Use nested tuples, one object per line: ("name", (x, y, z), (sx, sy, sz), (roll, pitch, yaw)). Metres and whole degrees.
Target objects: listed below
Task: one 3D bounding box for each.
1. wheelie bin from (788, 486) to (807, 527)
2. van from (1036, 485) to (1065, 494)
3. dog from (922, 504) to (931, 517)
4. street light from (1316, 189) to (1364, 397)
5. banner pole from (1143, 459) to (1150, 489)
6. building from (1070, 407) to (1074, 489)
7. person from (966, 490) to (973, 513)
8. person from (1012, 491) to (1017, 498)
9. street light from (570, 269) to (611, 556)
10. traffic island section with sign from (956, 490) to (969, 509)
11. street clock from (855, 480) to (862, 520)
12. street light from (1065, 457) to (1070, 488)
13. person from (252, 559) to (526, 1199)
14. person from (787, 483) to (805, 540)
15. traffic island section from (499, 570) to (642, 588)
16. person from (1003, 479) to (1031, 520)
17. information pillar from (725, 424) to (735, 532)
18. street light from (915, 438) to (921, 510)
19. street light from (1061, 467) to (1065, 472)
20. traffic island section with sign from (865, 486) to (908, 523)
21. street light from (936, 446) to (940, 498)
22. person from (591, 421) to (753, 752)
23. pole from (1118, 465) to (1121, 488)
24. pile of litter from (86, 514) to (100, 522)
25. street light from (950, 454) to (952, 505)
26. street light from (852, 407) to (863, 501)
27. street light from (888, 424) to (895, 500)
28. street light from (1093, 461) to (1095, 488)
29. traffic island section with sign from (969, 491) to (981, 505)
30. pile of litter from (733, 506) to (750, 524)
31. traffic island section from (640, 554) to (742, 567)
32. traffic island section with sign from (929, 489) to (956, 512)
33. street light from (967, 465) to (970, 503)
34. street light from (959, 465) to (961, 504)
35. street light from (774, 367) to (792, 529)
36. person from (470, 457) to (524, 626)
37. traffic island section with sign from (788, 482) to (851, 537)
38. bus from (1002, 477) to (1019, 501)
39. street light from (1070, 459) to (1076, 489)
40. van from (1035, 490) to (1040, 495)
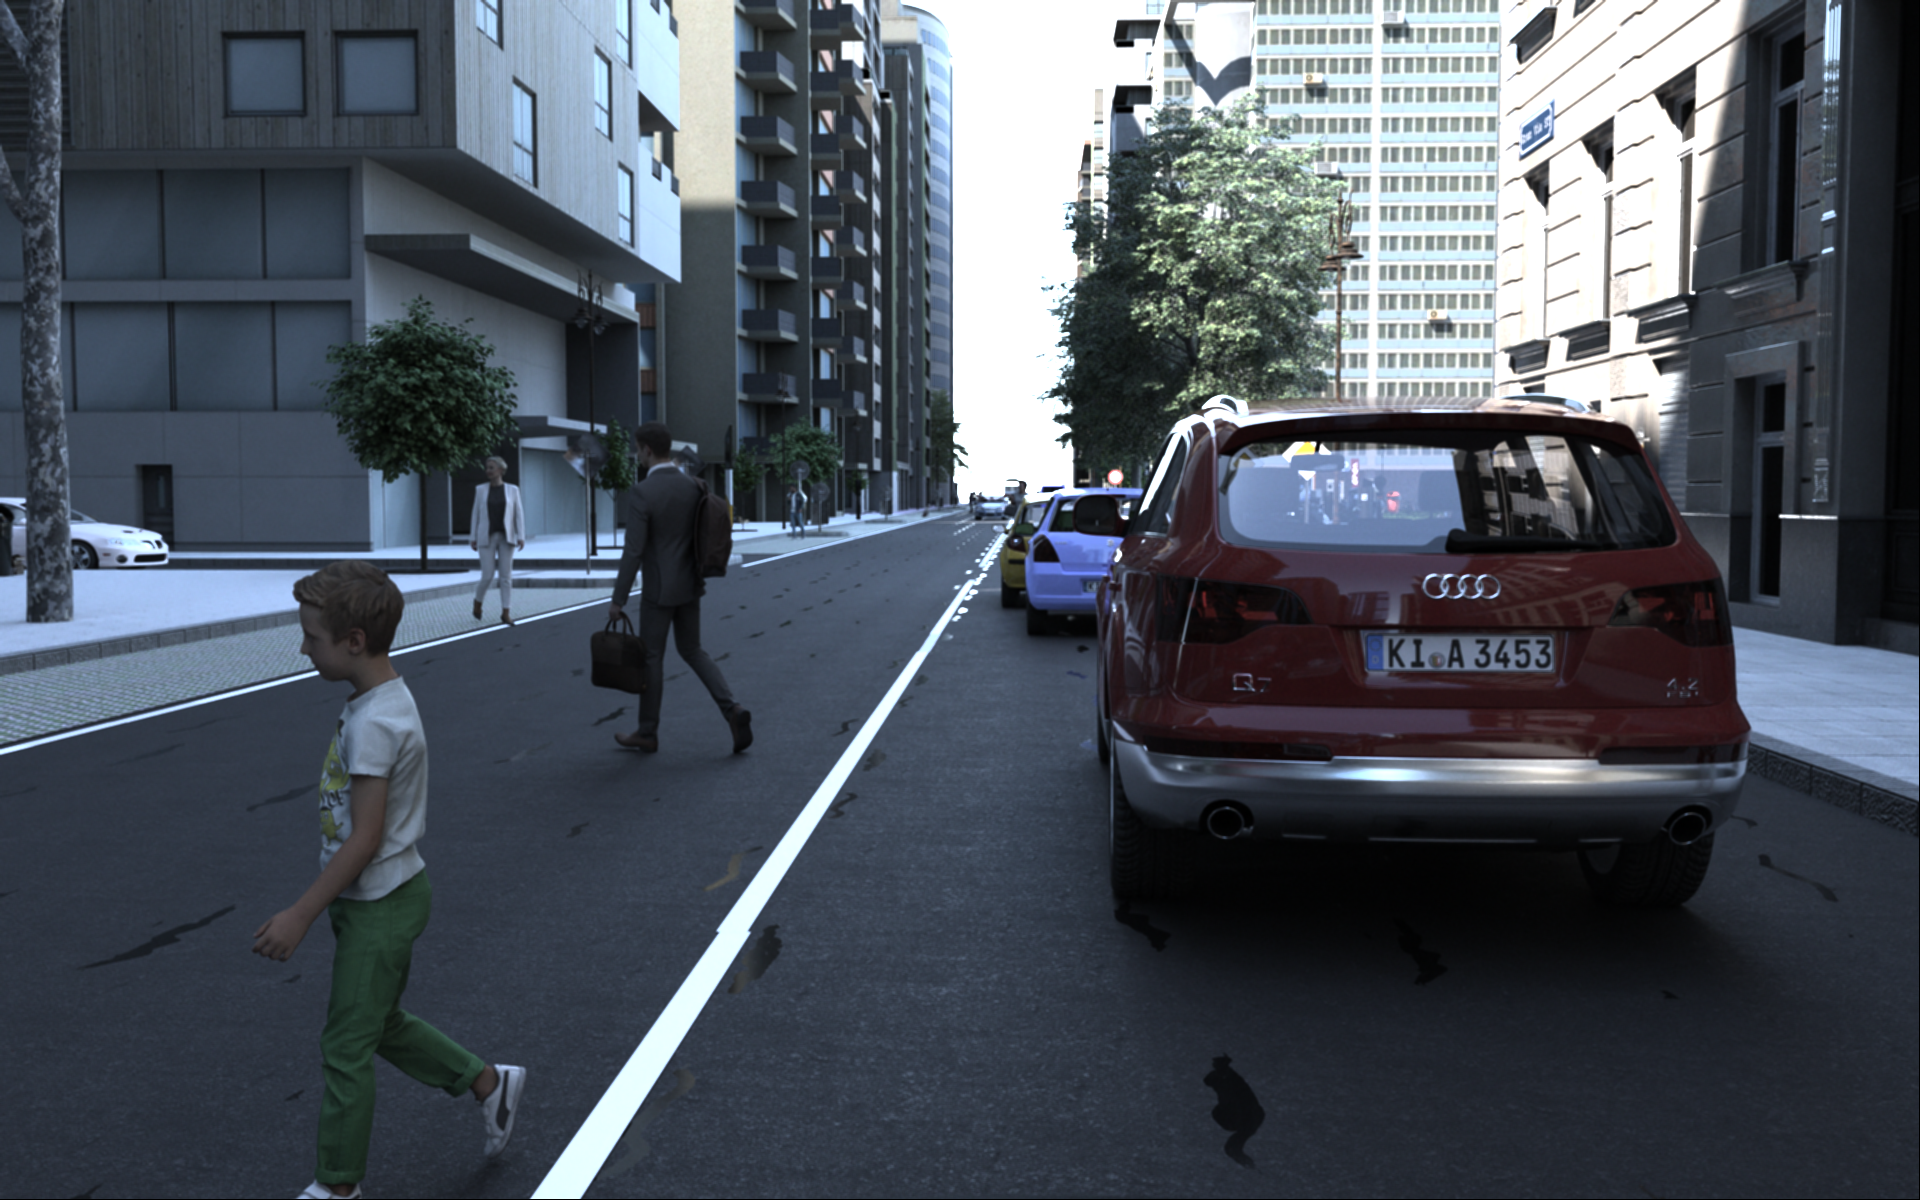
("wheelie bin", (-6.390, -3.674, 67.978), (0.693, 1.594, 0.980), (0, 4, 4))
("van", (6.404, -7.064, 119.886), (2.240, 2.365, 5.245), (0, 4, 2))
("dog", (-2.100, -5.483, 106.490), (0.513, 0.831, 0.800), (-1, 4, -16))
("street light", (5.815, -3.294, 26.645), (0.468, 5.910, 1.993), (0, 4, 2))
("banner pole", (11.703, -7.164, 107.141), (0.863, 3.779, 0.401), (1, 4, 20))
("building", (30.423, -25.047, 254.565), (27.650, 21.520, 28.899), (0, 4, 2))
("person", (0.755, -7.669, 134.337), (0.568, 1.767, 0.683), (-2, 4, -23))
("person", (7.243, -12.953, 220.419), (1.348, 1.807, 0.705), (-2, 4, -24))
("street light", (-7.601, -3.852, 35.776), (0.468, 5.910, 1.993), (0, 4, 2))
("traffic island section with sign", (-0.439, -9.411, 162.496), (1.989, 1.847, 2.006), (0, 4, 2))
("street clock", (-5.097, -5.032, 86.850), (0.358, 2.002, 0.471), (-1, 4, -17))
("street light", (13.555, -14.759, 214.090), (0.468, 5.910, 1.993), (0, 4, 2))
("person", (-1.138, 0.567, 3.481), (0.590, 1.304, 0.306), (-3, 5, -41))
("person", (-5.158, -2.783, 54.351), (0.623, 1.781, 0.721), (1, 4, 10))
("traffic island section", (-5.944, -0.326, 27.607), (2.009, 0.180, 2.903), (0, 4, 2))
("person", (1.364, -2.002, 41.589), (0.716, 1.782, 0.532), (1, 4, 18))
("information pillar", (-7.779, -4.096, 58.328), (0.183, 3.616, 0.504), (-2, 4, -28))
("street light", (-3.414, -10.219, 139.873), (0.468, 5.910, 1.993), (0, 4, 2))
("street light", (14.654, -16.440, 241.586), (0.468, 5.910, 1.993), (0, 4, 2))
("traffic island section with sign", (-3.584, -4.683, 85.191), (1.989, 1.847, 2.006), (0, 4, 2))
("street light", (-2.167, -11.885, 167.109), (0.468, 5.910, 1.993), (0, 4, 2))
("person", (-1.586, -0.065, 9.528), (0.822, 1.834, 0.622), (2, 4, 29))
("pole", (9.852, -6.915, 106.897), (0.158, 3.312, 0.155), (0, 3, 0))
("pile of litter", (-18.199, -1.345, 35.958), (1.719, 0.858, 1.176), (0, 4, 0))
("street light", (-1.044, -13.629, 195.614), (0.468, 5.910, 1.993), (0, 4, 2))
("street light", (-5.362, -7.199, 90.499), (0.468, 5.910, 1.993), (0, 4, 2))
("street light", (-4.484, -8.545, 112.497), (0.468, 5.910, 1.993), (0, 4, 2))
("street light", (10.091, -9.647, 130.519), (0.468, 5.910, 1.993), (0, 4, 2))
("traffic island section with sign", (1.818, -12.782, 217.617), (1.989, 1.847, 2.006), (0, 4, 2))
("pile of litter", (-9.791, -3.791, 75.956), (1.176, 0.858, 1.719), (0, 4, 4))
("traffic island section", (-5.618, -0.814, 35.585), (2.009, 0.180, 2.903), (0, 4, 2))
("traffic island section with sign", (-1.556, -7.719, 134.826), (1.989, 1.847, 2.006), (0, 4, 2))
("street light", (1.274, -16.964, 250.155), (0.468, 5.910, 1.993), (0, 4, 2))
("street light", (0.030, -15.288, 222.747), (0.468, 5.910, 1.993), (0, 4, 2))
("street light", (-6.409, -5.512, 62.904), (0.468, 5.910, 1.993), (0, 4, 2))
("person", (-5.118, -0.653, 19.062), (0.514, 1.842, 0.818), (-3, 4, -36))
("traffic island section with sign", (-4.703, -3.036, 58.259), (1.989, 1.847, 2.006), (0, 4, 2))
("bus", (7.869, -16.462, 260.692), (2.896, 3.916, 12.252), (0, 4, 2))
("street light", (12.306, -13.017, 185.623), (0.468, 5.910, 1.993), (0, 4, 2))
("van", (8.784, -10.912, 185.422), (2.013, 2.044, 4.112), (0, 4, 4))
